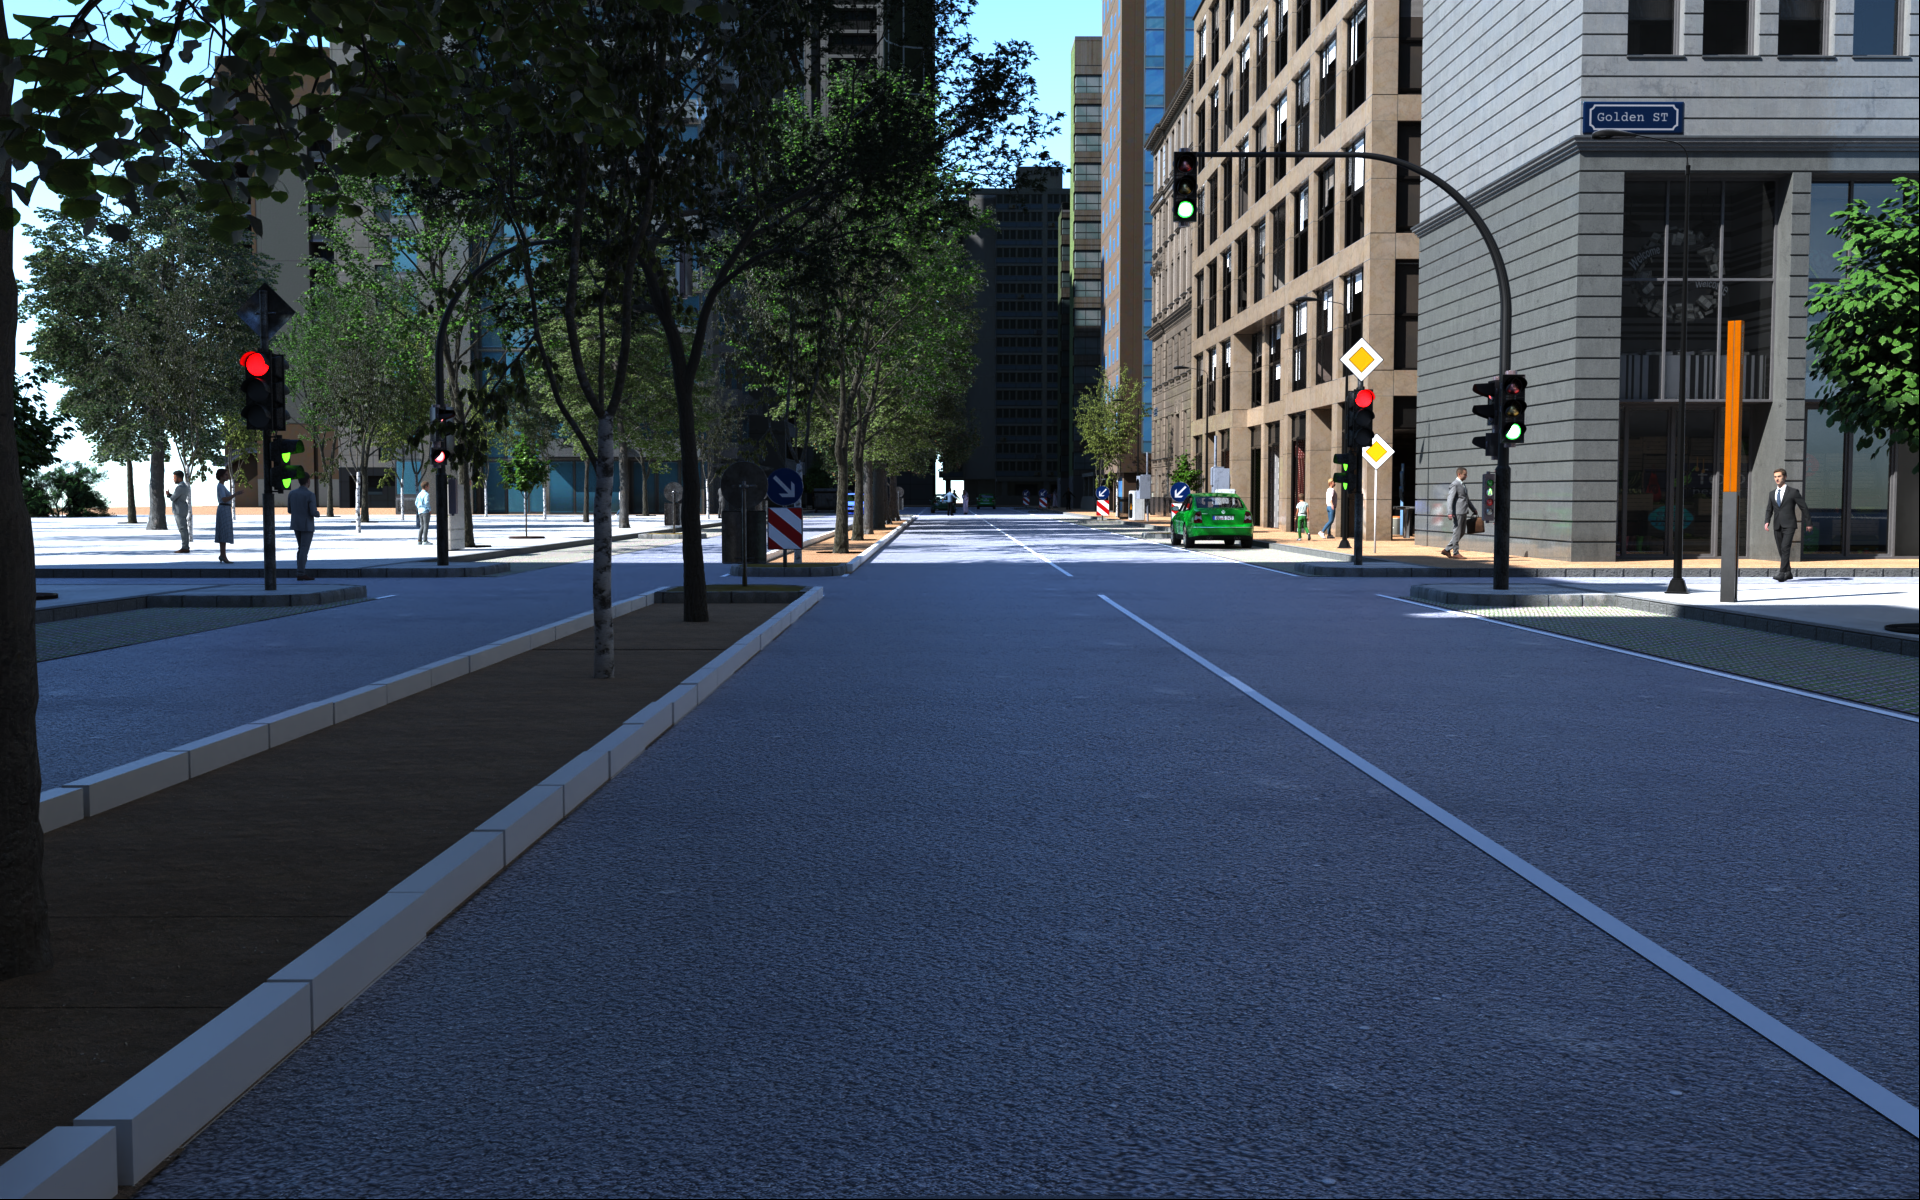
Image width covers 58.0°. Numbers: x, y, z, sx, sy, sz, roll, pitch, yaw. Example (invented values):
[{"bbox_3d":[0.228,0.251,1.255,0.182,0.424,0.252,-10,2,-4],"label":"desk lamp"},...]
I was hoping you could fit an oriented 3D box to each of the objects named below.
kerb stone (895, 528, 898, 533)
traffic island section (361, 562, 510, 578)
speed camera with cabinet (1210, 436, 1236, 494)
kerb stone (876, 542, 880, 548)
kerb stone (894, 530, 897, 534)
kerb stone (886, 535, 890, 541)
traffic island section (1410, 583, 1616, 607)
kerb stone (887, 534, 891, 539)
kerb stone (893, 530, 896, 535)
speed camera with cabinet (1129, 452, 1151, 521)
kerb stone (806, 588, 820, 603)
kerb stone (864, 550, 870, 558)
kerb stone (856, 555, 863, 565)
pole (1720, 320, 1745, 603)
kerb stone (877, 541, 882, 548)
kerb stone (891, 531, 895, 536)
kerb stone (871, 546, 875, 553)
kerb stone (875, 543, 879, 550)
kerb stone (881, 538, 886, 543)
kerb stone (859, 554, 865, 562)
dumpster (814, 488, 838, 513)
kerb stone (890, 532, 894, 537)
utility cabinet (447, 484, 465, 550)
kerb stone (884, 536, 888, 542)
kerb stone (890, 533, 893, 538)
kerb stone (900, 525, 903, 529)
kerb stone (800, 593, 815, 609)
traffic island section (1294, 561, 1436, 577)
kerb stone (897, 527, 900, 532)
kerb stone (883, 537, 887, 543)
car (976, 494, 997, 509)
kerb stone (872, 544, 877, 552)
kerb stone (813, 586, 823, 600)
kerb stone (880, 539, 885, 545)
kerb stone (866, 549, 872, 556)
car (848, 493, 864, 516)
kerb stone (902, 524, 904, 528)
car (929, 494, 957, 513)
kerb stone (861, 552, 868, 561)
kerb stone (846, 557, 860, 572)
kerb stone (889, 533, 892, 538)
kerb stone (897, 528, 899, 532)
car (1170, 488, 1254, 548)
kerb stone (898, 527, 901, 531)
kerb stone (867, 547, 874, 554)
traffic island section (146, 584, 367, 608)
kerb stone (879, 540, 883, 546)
[{"bbox_3d":[-2.301,-2.307,59.981,0.120,0.150,1.000,0,4,-1],"label":"kerb stone"},{"bbox_3d":[-9.322,-0.544,31.169,2.009,0.180,2.903,0,4,-1],"label":"traffic island section"},{"bbox_3d":[8.830,-3.896,58.041,0.660,3.252,2.038,0,4,1],"label":"speed camera with cabinet"},{"bbox_3d":[-2.148,-1.308,43.585,0.120,0.150,1.000,0,4,-1],"label":"kerb stone"},{"bbox_3d":[-2.277,-2.185,57.937,0.120,0.150,1.000,0,4,-1],"label":"kerb stone"},{"bbox_3d":[-2.216,-1.740,50.761,0.120,0.150,1.000,0,4,-1],"label":"kerb stone"},{"bbox_3d":[7.294,-0.064,23.335,2.009,0.180,2.903,0,4,-1],"label":"traffic island section"},{"bbox_3d":[-2.218,-1.810,51.789,0.120,0.150,1.000,0,4,-1],"label":"kerb stone"},{"bbox_3d":[-2.264,-2.123,56.914,0.120,0.150,1.000,0,4,-1],"label":"kerb stone"},{"bbox_3d":[8.578,-5.405,82.700,0.660,3.252,2.038,-1,4,-9],"label":"speed camera with cabinet"},{"bbox_3d":[-1.948,-0.018,22.516,0.120,0.150,1.000,0,4,-1],"label":"kerb stone"},{"bbox_3d":[-2.084,-0.928,37.417,0.120,0.150,1.000,0,4,-1],"label":"kerb stone"},{"bbox_3d":[-2.065,-0.740,34.332,0.120,0.150,1.000,0,4,-1],"label":"kerb stone"},{"bbox_3d":[9.132,-1.629,20.474,0.158,3.312,0.155,0,3,0],"label":"pole"},{"bbox_3d":[-2.156,-1.367,44.607,0.120,0.150,1.000,0,4,-1],"label":"kerb stone"},{"bbox_3d":[-2.258,-2.061,55.885,0.120,0.150,1.000,0,4,-1],"label":"kerb stone"},{"bbox_3d":[-2.118,-1.120,40.512,0.120,0.150,1.000,0,4,-1],"label":"kerb stone"},{"bbox_3d":[-2.134,-1.243,42.563,0.120,0.150,1.000,0,4,-1],"label":"kerb stone"},{"bbox_3d":[-2.181,-1.560,47.694,0.120,0.150,1.000,0,4,-1],"label":"kerb stone"},{"bbox_3d":[-2.066,-0.805,35.361,0.120,0.150,1.000,0,4,-1],"label":"kerb stone"},{"bbox_3d":[-10.046,-7.428,129.655,1.865,1.857,1.264,0,4,-3],"label":"dumpster"},{"bbox_3d":[-2.255,-1.998,54.863,0.120,0.150,1.000,0,4,-1],"label":"kerb stone"},{"bbox_3d":[-11.620,-1.885,39.505,0.318,1.500,1.173,0,4,-1],"label":"utility cabinet"},{"bbox_3d":[-2.206,-1.685,49.739,0.120,0.150,1.000,0,4,-1],"label":"kerb stone"},{"bbox_3d":[-2.241,-1.930,53.841,0.120,0.150,1.000,0,4,-1],"label":"kerb stone"},{"bbox_3d":[-2.356,-2.687,66.132,0.120,0.150,1.000,0,4,-1],"label":"kerb stone"},{"bbox_3d":[-1.933,0.047,21.486,0.120,0.150,1.000,0,4,-1],"label":"kerb stone"},{"bbox_3d":[7.219,-0.553,31.320,2.009,0.180,2.903,0,4,-1],"label":"traffic island section"},{"bbox_3d":[-2.318,-2.436,62.027,0.120,0.150,1.000,0,4,-1],"label":"kerb stone"},{"bbox_3d":[-2.191,-1.622,48.716,0.120,0.150,1.000,0,4,-1],"label":"kerb stone"},{"bbox_3d":[2.502,-9.548,164.909,1.959,1.807,4.718,0,4,1],"label":"car"},{"bbox_3d":[-2.128,-1.182,41.541,0.120,0.150,1.000,0,4,-1],"label":"kerb stone"},{"bbox_3d":[-1.955,-0.082,23.539,0.120,0.150,1.000,0,4,-1],"label":"kerb stone"},{"bbox_3d":[-2.172,-1.496,46.660,0.120,0.150,1.000,0,4,-1],"label":"kerb stone"},{"bbox_3d":[-2.095,-0.991,38.450,0.120,0.150,1.000,0,4,-1],"label":"kerb stone"},{"bbox_3d":[-6.698,-6.189,110.781,1.945,1.707,3.694,0,4,1],"label":"car"},{"bbox_3d":[-2.377,-2.813,68.185,0.120,0.150,1.000,0,4,-1],"label":"kerb stone"},{"bbox_3d":[-1.281,-7.313,131.358,2.131,1.459,4.920,0,4,-2],"label":"car"},{"bbox_3d":[-2.072,-0.868,36.383,0.120,0.150,1.000,0,4,-1],"label":"kerb stone"},{"bbox_3d":[-2.047,-0.677,33.303,0.120,0.150,1.000,0,4,-1],"label":"kerb stone"},{"bbox_3d":[-2.236,-1.870,52.816,0.120,0.150,1.000,0,4,-1],"label":"kerb stone"},{"bbox_3d":[-2.312,-2.374,61.003,0.120,0.150,1.000,0,4,-1],"label":"kerb stone"},{"bbox_3d":[6.802,-2.339,47.033,1.959,1.807,4.718,0,4,0],"label":"car"},{"bbox_3d":[-2.330,-2.495,63.050,0.120,0.150,1.000,0,4,-1],"label":"kerb stone"},{"bbox_3d":[-2.104,-1.056,39.479,0.120,0.150,1.000,0,4,-1],"label":"kerb stone"},{"bbox_3d":[-9.246,-0.055,23.184,2.009,0.180,2.903,0,4,-1],"label":"traffic island section"},{"bbox_3d":[-2.170,-1.434,45.638,0.120,0.150,1.000,0,4,-1],"label":"kerb stone"}]
